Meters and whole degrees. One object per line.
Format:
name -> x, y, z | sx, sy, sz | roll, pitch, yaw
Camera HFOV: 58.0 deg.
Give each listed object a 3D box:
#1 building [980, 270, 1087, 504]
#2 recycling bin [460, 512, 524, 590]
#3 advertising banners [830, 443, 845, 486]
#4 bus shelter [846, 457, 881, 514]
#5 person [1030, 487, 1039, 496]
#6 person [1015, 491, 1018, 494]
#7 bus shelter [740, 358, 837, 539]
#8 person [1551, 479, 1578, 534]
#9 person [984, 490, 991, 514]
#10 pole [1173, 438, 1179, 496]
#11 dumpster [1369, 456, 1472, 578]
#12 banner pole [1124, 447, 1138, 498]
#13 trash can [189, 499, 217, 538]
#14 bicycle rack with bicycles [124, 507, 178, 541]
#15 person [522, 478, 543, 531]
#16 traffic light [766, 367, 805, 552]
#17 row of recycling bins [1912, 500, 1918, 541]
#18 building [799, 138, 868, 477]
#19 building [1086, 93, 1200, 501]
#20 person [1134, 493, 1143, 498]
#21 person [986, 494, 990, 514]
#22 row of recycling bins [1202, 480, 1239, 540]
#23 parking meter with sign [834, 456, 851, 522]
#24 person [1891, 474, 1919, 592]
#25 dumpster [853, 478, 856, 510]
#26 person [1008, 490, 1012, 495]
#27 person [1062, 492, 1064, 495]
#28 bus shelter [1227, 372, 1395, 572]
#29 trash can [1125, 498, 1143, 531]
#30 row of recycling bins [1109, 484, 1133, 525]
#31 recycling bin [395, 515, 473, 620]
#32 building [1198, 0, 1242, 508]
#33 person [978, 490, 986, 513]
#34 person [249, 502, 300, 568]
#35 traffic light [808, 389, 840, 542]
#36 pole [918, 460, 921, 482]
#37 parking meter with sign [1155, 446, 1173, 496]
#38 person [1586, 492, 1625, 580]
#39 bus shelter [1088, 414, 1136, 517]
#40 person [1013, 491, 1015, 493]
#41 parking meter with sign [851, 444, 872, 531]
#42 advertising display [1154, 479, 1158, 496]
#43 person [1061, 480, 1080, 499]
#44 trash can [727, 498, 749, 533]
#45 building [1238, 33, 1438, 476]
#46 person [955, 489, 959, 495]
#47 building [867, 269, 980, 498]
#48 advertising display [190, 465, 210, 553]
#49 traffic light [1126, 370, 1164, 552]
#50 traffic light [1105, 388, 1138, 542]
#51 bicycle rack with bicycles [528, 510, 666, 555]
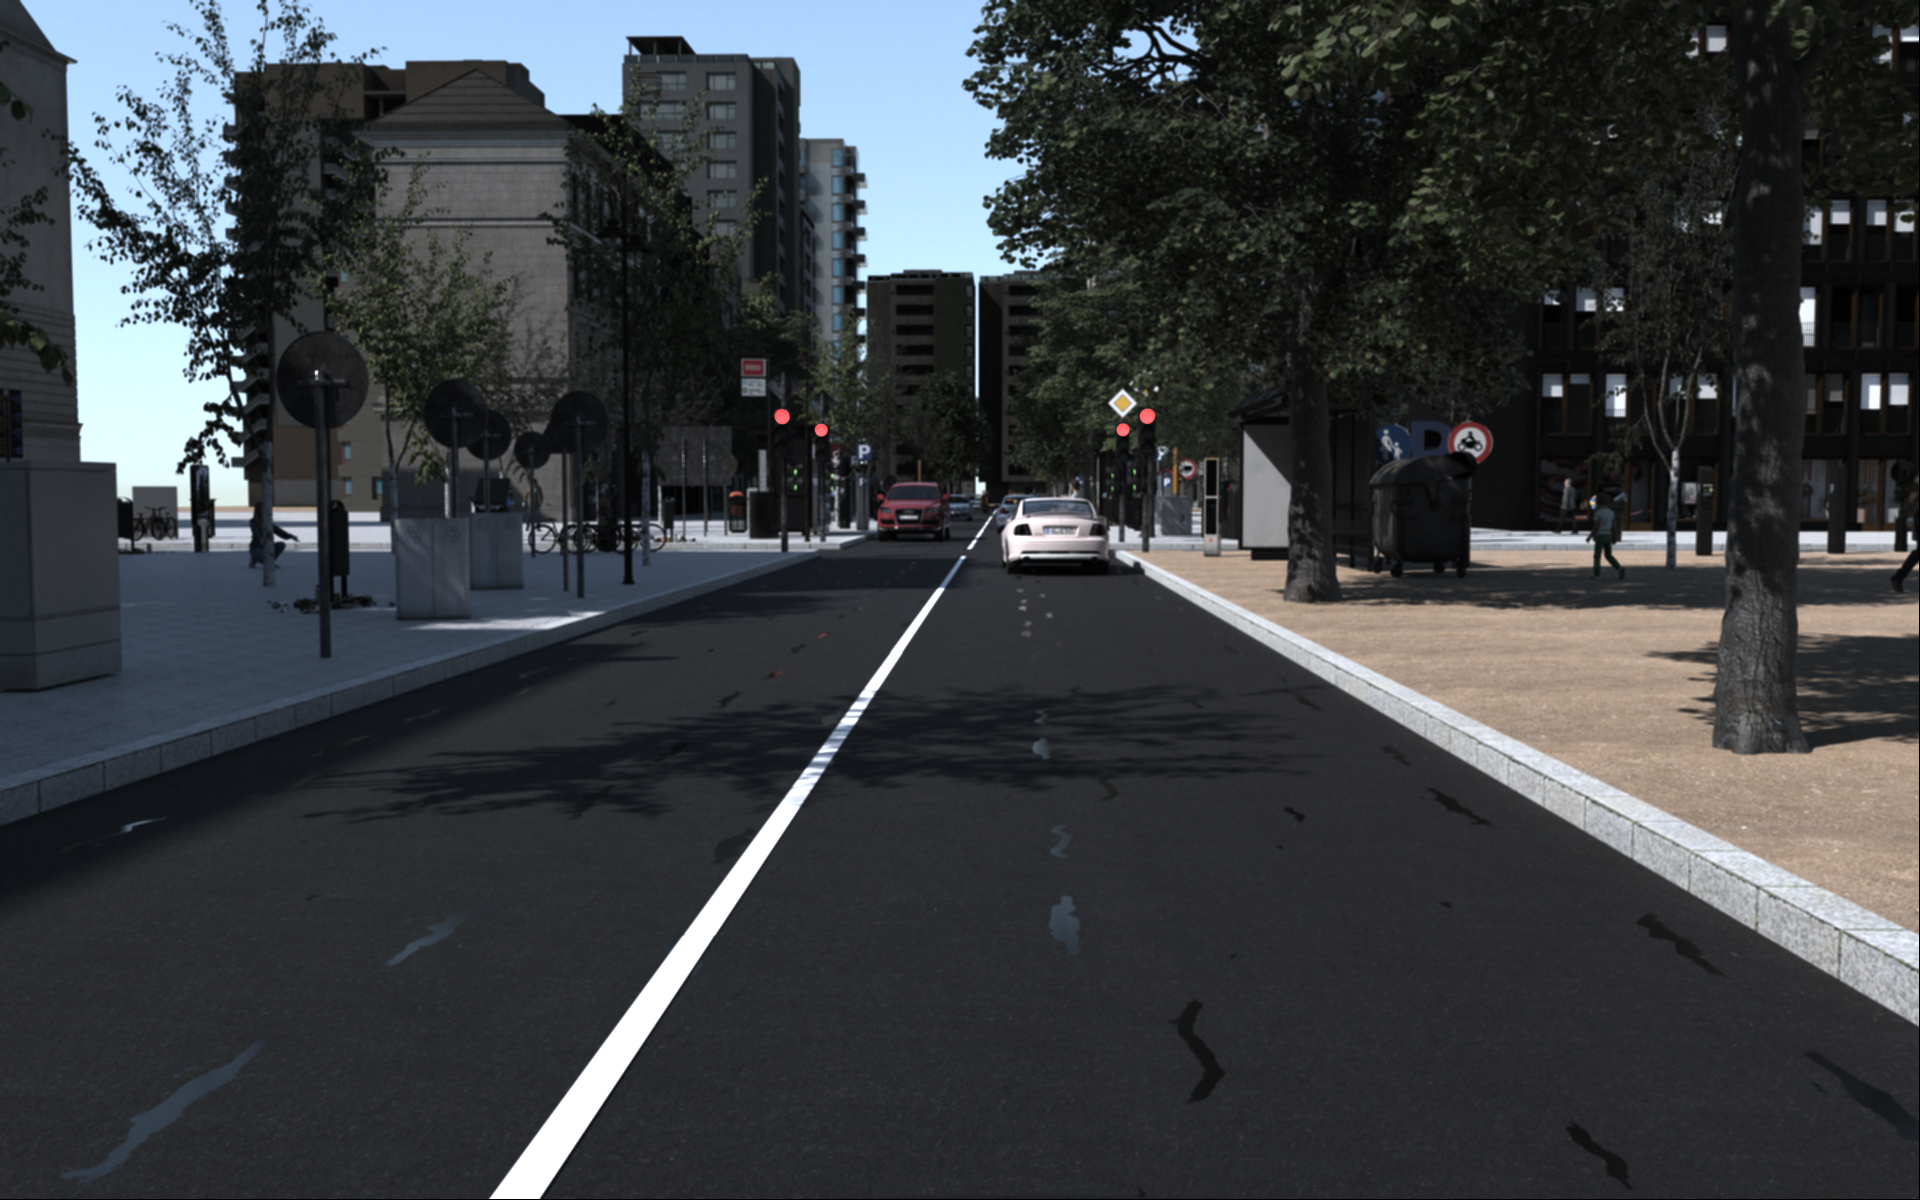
building -> 9.364, -27.824, 226.624 | 14.107, 30.474, 14.160 | 0, 4, 2
recycling bin -> -6.389, -0.675, 23.593 | 0.722, 1.027, 0.722 | -2, 4, -28
advertising banners -> -5.011, -3.888, 59.753 | 2.074, 3.025, 0.090 | -1, 4, -8
bus shelter -> -6.053, -7.196, 108.940 | 1.731, 3.624, 6.357 | 0, 4, 2
person -> 3.740, -4.811, 87.506 | 0.623, 1.781, 0.721 | -2, 4, -25
person -> 5.694, -10.250, 176.531 | 0.568, 1.767, 0.683 | -1, 4, -20
bus shelter -> -5.306, -4.656, 53.753 | 2.179, 5.291, 8.768 | 0, 4, 1
person -> 19.556, -3.025, 55.893 | 0.834, 1.777, 0.661 | 3, 5, 42
person -> 2.033, -7.207, 127.257 | 0.530, 1.710, 0.541 | 1, 4, 11
pole -> 7.171, -3.893, 57.498 | 0.158, 3.312, 0.155 | 0, 3, 0
dumpster -> 7.217, -1.309, 27.153 | 1.264, 1.857, 1.865 | 0, 4, 2
banner pole -> 7.553, -5.263, 76.063 | 0.863, 3.779, 0.401 | -1, 4, -22
trash can -> -22.035, -2.372, 50.436 | 0.748, 1.137, 0.748 | 0, 3, 0
bicycle rack with bicycles -> -23.134, -2.155, 48.615 | 2.852, 0.926, 2.925 | 1, 4, 17
person -> -14.770, -3.296, 59.839 | 0.656, 1.842, 0.836 | -3, 5, -45
traffic light -> -3.877, -3.023, 38.354 | 0.839, 4.253, 0.868 | 0, 4, 2
row of recycling bins -> 27.481, -2.539, 48.629 | 1.069, 1.692, 3.534 | 3, 5, 39
building -> -27.458, -37.420, 231.430 | 30.456, 49.044, 23.786 | 0, 4, 2
building -> 30.425, -39.315, 232.031 | 27.495, 52.752, 28.713 | 0, 4, 2
person -> 14.743, -8.310, 141.991 | 1.350, 1.814, 0.705 | 3, 5, 44
person -> 2.018, -7.005, 126.298 | 0.557, 1.426, 1.065 | -1, 4, -10
row of recycling bins -> 7.895, -2.599, 49.601 | 1.069, 1.692, 3.534 | -1, 4, -13
parking meter with sign -> -5.168, -5.020, 78.333 | 0.543, 3.016, 1.738 | -2, 4, -33
person -> 12.554, -1.011, 22.490 | 0.836, 1.842, 0.656 | 3, 5, 44
dumpster -> -6.440, -6.120, 102.552 | 1.502, 2.255, 1.985 | 0, 4, 2
person -> 3.931, -7.435, 130.781 | 0.721, 1.743, 1.217 | 0, 4, 3
person -> 10.492, -10.146, 172.865 | 0.756, 1.711, 0.436 | -3, 4, -36
bus shelter -> 6.111, -2.261, 30.888 | 2.014, 3.302, 5.546 | 0, 4, 1
trash can -> 6.543, -3.270, 65.113 | 0.748, 1.137, 0.748 | 0, 3, 0
row of recycling bins -> 6.857, -4.078, 73.787 | 1.069, 1.692, 3.534 | 0, 4, 5
recycling bin -> -5.471, -0.332, 17.977 | 0.722, 1.027, 0.722 | -1, 4, -17
building -> 32.163, -31.989, 146.715 | 21.300, 48.544, 21.600 | 0, 4, 2
person -> 1.665, -7.326, 129.008 | 0.721, 1.736, 1.217 | 2, 4, 27
person -> -12.015, -1.143, 30.231 | 0.738, 1.151, 1.012 | 2, 4, 30
traffic light -> -3.658, -3.512, 46.337 | 0.839, 4.253, 0.868 | 0, 4, 2
pole -> -2.424, -6.722, 103.751 | 0.158, 3.312, 0.155 | 0, 3, 0
parking meter with sign -> 7.647, -4.066, 62.748 | 0.543, 3.016, 1.738 | 2, 4, 28
person -> 9.624, -0.948, 25.795 | 0.306, 1.304, 0.590 | -3, 4, -38
bus shelter -> 7.359, -6.490, 83.745 | 2.179, 5.291, 8.768 | 0, 4, 1
person -> 6.181, -11.591, 198.548 | 0.617, 1.759, 0.750 | 0, 4, 4
parking meter with sign -> -3.426, -3.968, 61.135 | 0.543, 3.016, 1.738 | 0, 4, -6
advertising display -> 8.660, -4.357, 76.449 | 0.123, 1.923, 0.974 | 1, 4, 10
person -> 2.482, -1.818, 38.790 | 0.524, 1.755, 0.480 | 1, 4, 16
trash can -> -7.382, -2.808, 57.572 | 0.748, 1.137, 0.748 | 0, 3, 0
building -> 28.776, -29.289, 128.979 | 14.600, 45.320, 14.200 | 0, 4, 2
person -> -0.382, -11.383, 192.112 | 0.705, 1.831, 1.348 | 1, 4, 23
building -> -4.964, -27.784, 225.965 | 14.107, 30.474, 14.160 | 0, 4, 2
advertising display -> -16.834, -2.029, 38.391 | 0.123, 1.923, 0.974 | 0, 4, -8
traffic light -> 4.082, -3.011, 38.153 | 0.839, 4.253, 0.868 | 0, 4, 2
traffic light -> 4.301, -3.499, 46.135 | 0.839, 4.253, 0.868 | 0, 4, 2
bicycle rack with bicycles -> -7.819, -1.466, 37.356 | 2.925, 0.926, 2.852 | -1, 4, -9
